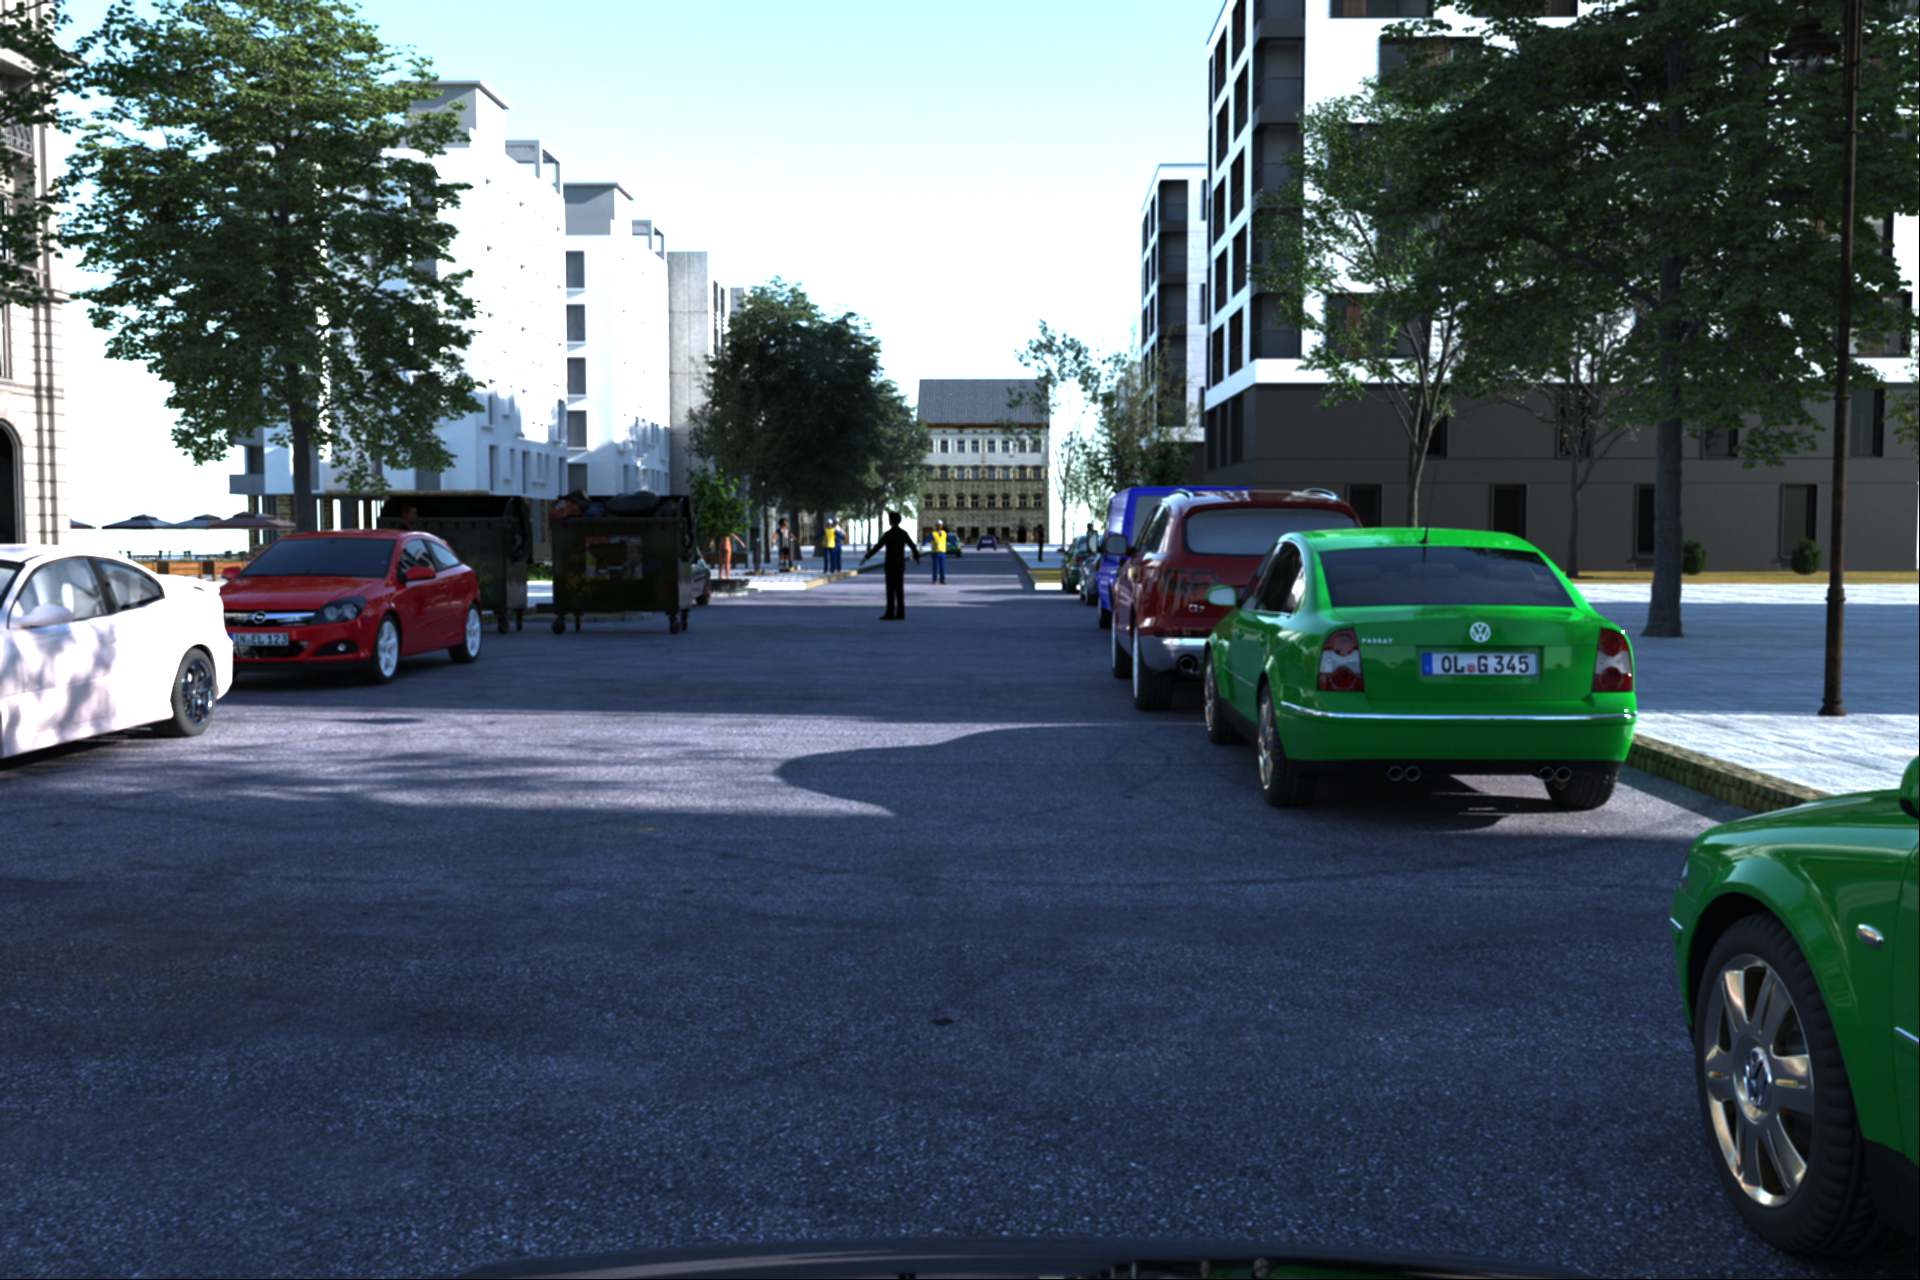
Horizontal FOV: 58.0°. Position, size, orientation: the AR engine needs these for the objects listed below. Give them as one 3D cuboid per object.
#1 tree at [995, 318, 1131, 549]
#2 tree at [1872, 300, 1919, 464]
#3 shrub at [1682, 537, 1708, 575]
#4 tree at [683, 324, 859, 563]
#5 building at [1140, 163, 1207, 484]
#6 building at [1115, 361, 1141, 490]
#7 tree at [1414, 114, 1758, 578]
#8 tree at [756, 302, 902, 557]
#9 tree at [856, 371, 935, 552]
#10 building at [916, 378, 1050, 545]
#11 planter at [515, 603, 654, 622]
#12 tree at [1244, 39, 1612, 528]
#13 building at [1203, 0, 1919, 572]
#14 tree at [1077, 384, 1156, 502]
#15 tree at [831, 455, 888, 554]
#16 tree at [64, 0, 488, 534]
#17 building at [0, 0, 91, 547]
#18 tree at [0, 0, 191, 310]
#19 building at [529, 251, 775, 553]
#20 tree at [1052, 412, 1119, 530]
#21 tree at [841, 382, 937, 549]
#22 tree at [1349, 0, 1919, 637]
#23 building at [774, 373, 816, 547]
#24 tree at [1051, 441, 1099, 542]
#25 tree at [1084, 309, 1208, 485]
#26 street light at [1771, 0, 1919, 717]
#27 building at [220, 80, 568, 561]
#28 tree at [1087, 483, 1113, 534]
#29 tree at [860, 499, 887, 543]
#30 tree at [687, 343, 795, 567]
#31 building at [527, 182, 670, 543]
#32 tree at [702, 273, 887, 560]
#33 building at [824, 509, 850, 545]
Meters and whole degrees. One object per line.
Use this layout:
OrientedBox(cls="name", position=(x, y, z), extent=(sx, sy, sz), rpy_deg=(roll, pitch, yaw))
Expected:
OrientedBox(cls="tree", position=(9.085, -18.051, 151.028), extent=(12.611, 20.169, 13.585), rpy_deg=(0, 3, 0))
OrientedBox(cls="tree", position=(28.085, -6.044, 49.189), extent=(4.737, 8.622, 4.395), rpy_deg=(0, 3, 0))
OrientedBox(cls="shrub", position=(22.837, -2.626, 54.046), extent=(1.383, 1.207, 1.383), rpy_deg=(0, 3, 0))
OrientedBox(cls="tree", position=(-8.400, -8.670, 76.175), extent=(8.767, 10.594, 7.601), rpy_deg=(1, 4, 8))
OrientedBox(cls="building", position=(25.444, -16.376, 111.725), extent=(27.936, 21.610, 32.646), rpy_deg=(0, 4, 2))
OrientedBox(cls="building", position=(25.961, -19.529, 185.754), extent=(16.747, 18.905, 31.486), rpy_deg=(0, 4, 2))
OrientedBox(cls="tree", position=(18.014, -8.549, 50.148), extent=(12.009, 13.543, 11.850), rpy_deg=(0, 3, 0))
OrientedBox(cls="tree", position=(-7.915, -11.613, 96.533), extent=(9.857, 13.997, 8.962), rpy_deg=(0, 3, 0))
OrientedBox(cls="tree", position=(-6.540, -13.231, 126.691), extent=(12.009, 13.543, 11.850), rpy_deg=(0, 3, 0))
OrientedBox(cls="building", position=(3.293, -25.045, 242.871), extent=(18.063, 23.208, 19.493), rpy_deg=(0, 4, 1))
OrientedBox(cls="planter", position=(-6.238, -0.490, 29.147), extent=(1.991, 0.319, 1.994), rpy_deg=(0, 4, 1))
OrientedBox(cls="tree", position=(9.858, -6.803, 36.990), extent=(9.928, 11.665, 9.643), rpy_deg=(0, 3, 0))
OrientedBox(cls="building", position=(24.228, -14.103, 74.554), extent=(27.936, 21.610, 32.646), rpy_deg=(0, 4, 1))
OrientedBox(cls="tree", position=(7.828, -8.208, 84.568), extent=(4.737, 8.622, 4.395), rpy_deg=(0, 3, 0))
OrientedBox(cls="tree", position=(-6.755, -9.853, 111.461), extent=(4.737, 8.622, 4.395), rpy_deg=(0, 3, 0))
OrientedBox(cls="tree", position=(-12.864, -6.993, 32.455), extent=(7.486, 12.596, 7.792), rpy_deg=(0, 3, 0))
OrientedBox(cls="building", position=(-31.122, -11.981, 36.546), extent=(13.314, 22.015, 24.055), rpy_deg=(0, 4, 2))
OrientedBox(cls="tree", position=(-11.832, -5.638, 17.943), extent=(9.928, 11.665, 9.643), rpy_deg=(0, 3, 0))
OrientedBox(cls="building", position=(-23.720, -15.771, 124.307), extent=(16.747, 18.905, 31.486), rpy_deg=(0, 4, 1))
OrientedBox(cls="tree", position=(8.120, -9.392, 103.914), extent=(4.360, 8.622, 3.978), rpy_deg=(0, 3, 0))
OrientedBox(cls="tree", position=(-6.739, -14.534, 144.284), extent=(9.857, 13.997, 8.962), rpy_deg=(0, 3, 0))
OrientedBox(cls="tree", position=(8.864, -6.339, 21.771), extent=(7.486, 12.596, 7.792), rpy_deg=(0, 3, 0))
OrientedBox(cls="building", position=(-25.193, -21.507, 182.569), extent=(19.493, 23.208, 18.063), rpy_deg=(0, 4, 2))
OrientedBox(cls="tree", position=(8.547, -11.108, 131.977), extent=(4.360, 8.622, 3.978), rpy_deg=(0, 3, 0))
OrientedBox(cls="tree", position=(6.168, -6.494, 56.539), extent=(4.360, 8.622, 3.978), rpy_deg=(0, 3, 0))
OrientedBox(cls="street light", position=(6.175, -2.403, 12.083), extent=(0.468, 5.910, 1.993), rpy_deg=(0, 4, 1))
OrientedBox(cls="building", position=(-24.862, -13.292, 73.738), extent=(16.016, 20.090, 11.380), rpy_deg=(0, 4, 1))
OrientedBox(cls="tree", position=(19.638, -17.694, 239.656), extent=(4.737, 8.622, 4.395), rpy_deg=(0, 3, 0))
OrientedBox(cls="tree", position=(-13.844, -19.368, 242.426), extent=(9.928, 11.665, 9.643), rpy_deg=(0, 3, 0))
OrientedBox(cls="tree", position=(-8.803, -7.132, 66.965), extent=(4.360, 8.622, 3.978), rpy_deg=(0, 3, 0))
OrientedBox(cls="building", position=(-23.280, -14.566, 94.566), extent=(16.016, 20.090, 11.380), rpy_deg=(0, 4, 1))
OrientedBox(cls="tree", position=(-8.094, -10.890, 84.714), extent=(9.857, 13.997, 8.962), rpy_deg=(0, 3, 0))
OrientedBox(cls="building", position=(-23.462, -23.130, 209.107), extent=(19.493, 23.208, 18.063), rpy_deg=(0, 4, 2))
